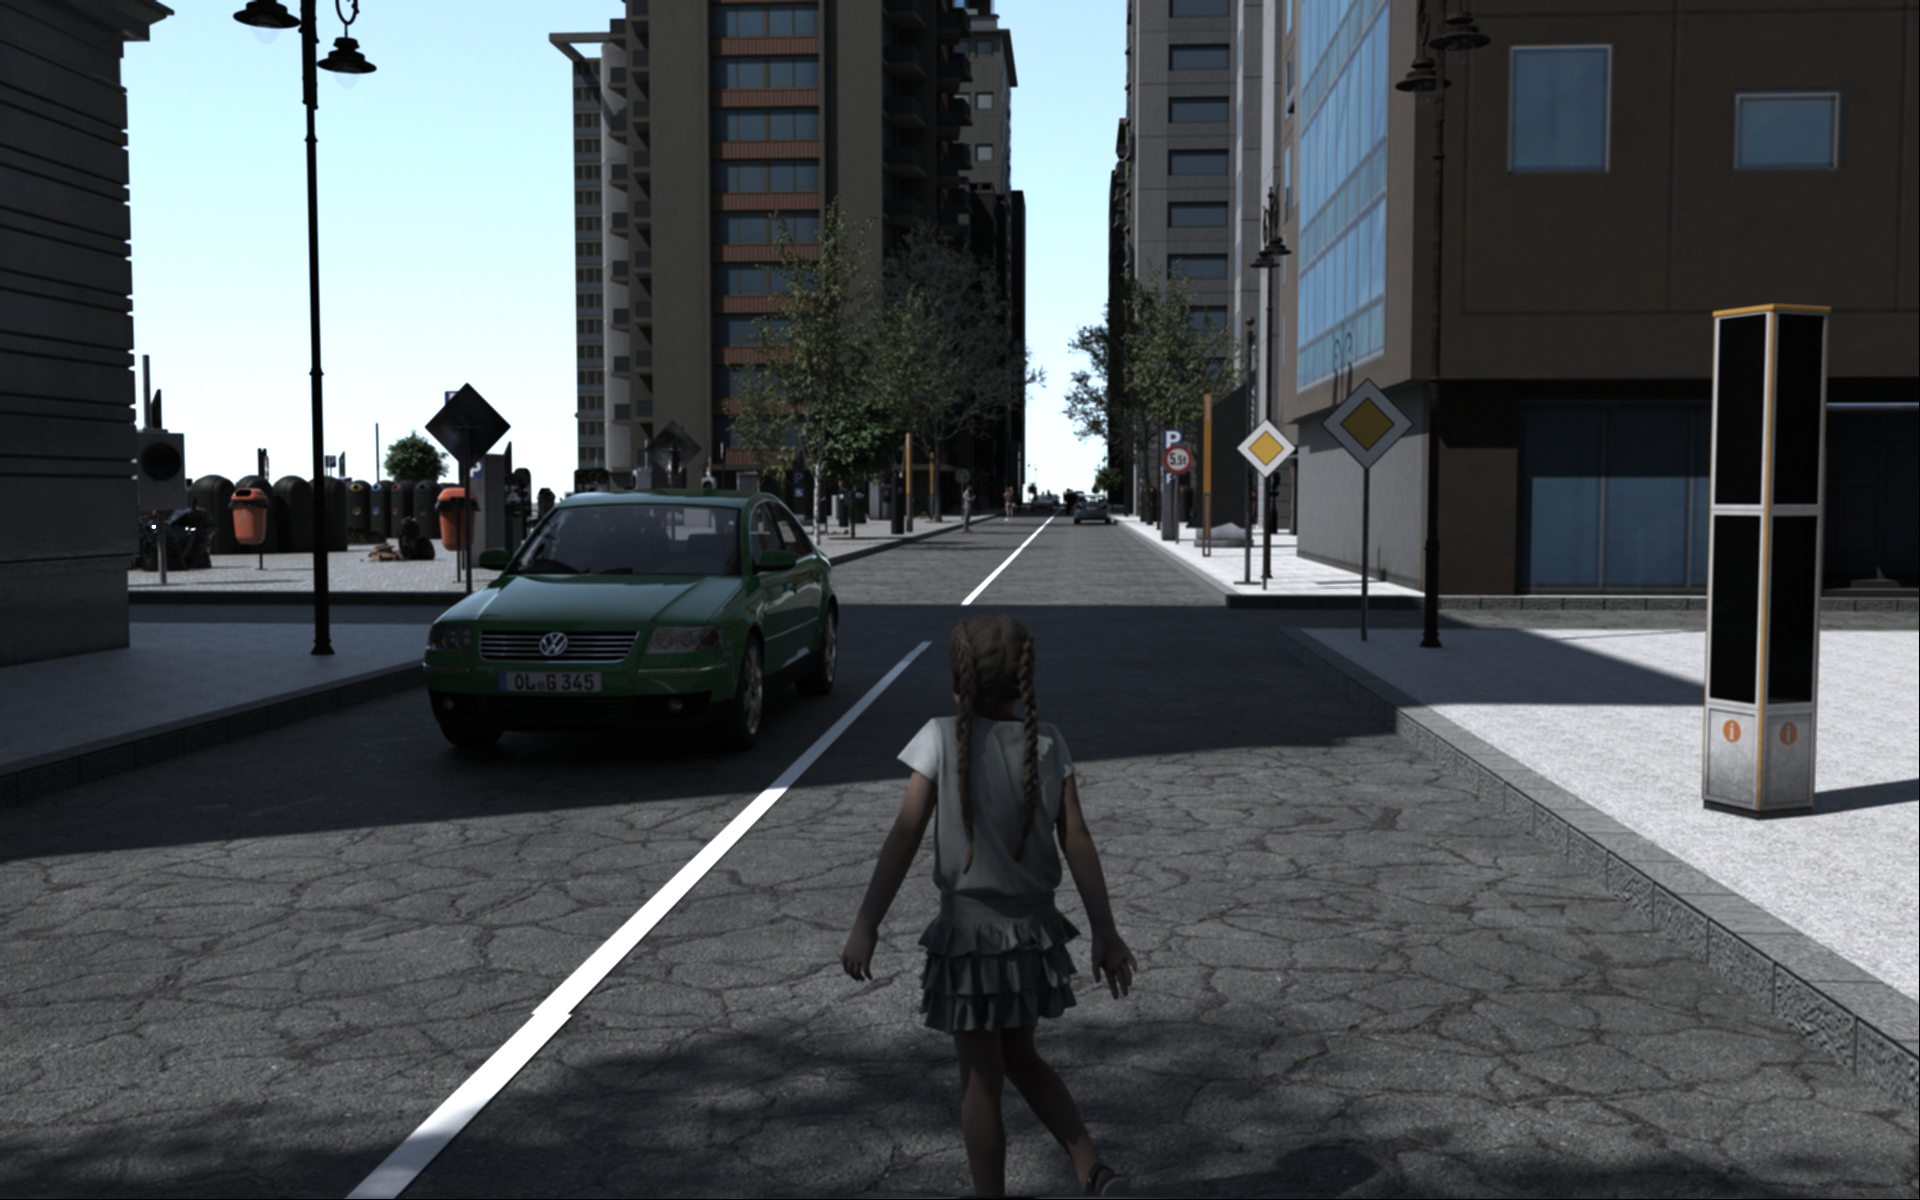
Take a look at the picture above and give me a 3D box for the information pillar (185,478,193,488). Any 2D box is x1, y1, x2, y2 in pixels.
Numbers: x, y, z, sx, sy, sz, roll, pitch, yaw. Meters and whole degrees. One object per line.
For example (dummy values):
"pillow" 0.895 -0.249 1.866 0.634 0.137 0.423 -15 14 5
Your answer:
"information pillar" -36.116 -4.690 81.173 0.304 2.012 0.304 -2 4 -28

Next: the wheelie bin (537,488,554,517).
"wheelie bin" -21.415 -4.998 89.626 0.693 1.594 0.980 2 4 35

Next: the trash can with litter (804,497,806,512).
"trash can with litter" -8.759 -5.025 93.548 0.624 1.170 1.055 -3 4 -37

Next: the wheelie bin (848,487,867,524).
"wheelie bin" -4.437 -4.088 74.749 0.693 1.594 0.980 -3 5 -41

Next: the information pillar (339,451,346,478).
"information pillar" -33.461 -6.269 93.861 0.504 3.616 0.183 3 4 36

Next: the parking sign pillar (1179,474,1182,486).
"parking sign pillar" 12.302 -6.656 97.292 1.447 3.967 1.447 -2 4 -30

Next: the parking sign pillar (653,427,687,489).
"parking sign pillar" -11.731 -4.984 69.954 1.447 3.967 1.447 1 4 14

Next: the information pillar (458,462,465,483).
"information pillar" -28.755 -6.651 100.104 0.504 3.616 0.183 -1 4 -20

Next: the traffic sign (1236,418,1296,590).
"traffic sign" 4.065 -1.188 23.063 0.795 2.450 0.064 0 4 4

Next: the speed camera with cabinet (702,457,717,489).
"speed camera with cabinet" -14.031 -6.001 92.446 2.038 3.252 0.660 1 4 11

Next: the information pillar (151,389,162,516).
"information pillar" -17.773 -2.876 38.378 0.183 3.616 0.504 0 4 -6

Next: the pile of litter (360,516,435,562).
"pile of litter" -10.901 -1.197 33.532 1.176 0.858 1.719 3 4 38

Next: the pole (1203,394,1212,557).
"pole" 5.056 -2.542 35.403 0.158 3.312 0.155 0 3 0

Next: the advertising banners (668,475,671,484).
"advertising banners" -8.111 -3.126 47.297 0.090 3.025 2.074 -2 4 -24

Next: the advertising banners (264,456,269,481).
"advertising banners" -32.490 -5.152 80.421 0.090 3.025 2.074 -3 5 -44

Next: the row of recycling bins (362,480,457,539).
"row of recycling bins" -16.399 -2.638 50.246 3.534 1.692 1.069 2 4 28

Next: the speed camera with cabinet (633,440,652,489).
"speed camera with cabinet" -11.775 -4.225 63.420 0.660 3.252 2.038 -1 4 -21

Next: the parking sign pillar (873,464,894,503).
"parking sign pillar" -3.846 -6.027 87.014 1.447 3.967 1.447 3 4 36

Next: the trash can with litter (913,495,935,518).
"trash can with litter" -1.851 -4.922 91.526 2.233 1.210 1.678 -2 4 -25

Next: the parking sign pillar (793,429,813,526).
"parking sign pillar" -6.476 -4.967 69.683 1.447 3.967 1.447 0 4 -5

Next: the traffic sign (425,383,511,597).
"traffic sign" -4.442 -0.734 15.647 0.795 2.450 0.064 0 4 4

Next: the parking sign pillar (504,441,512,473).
"parking sign pillar" -22.981 -6.052 87.414 1.447 3.967 1.447 0 4 1

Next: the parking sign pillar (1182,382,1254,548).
"parking sign pillar" 6.391 -3.264 41.842 1.447 3.967 1.447 2 4 31

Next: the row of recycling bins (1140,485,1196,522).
"row of recycling bins" 9.778 -4.383 78.779 3.534 1.692 1.069 3 4 36

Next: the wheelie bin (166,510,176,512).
"wheelie bin" -22.233 -2.487 48.566 0.693 1.594 0.980 0 4 -3

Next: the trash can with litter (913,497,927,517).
"trash can with litter" -2.267 -5.160 95.754 1.055 1.170 0.624 0 4 0

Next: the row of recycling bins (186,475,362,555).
"row of recycling bins" -15.000 -1.880 37.844 1.069 1.692 3.534 3 4 36

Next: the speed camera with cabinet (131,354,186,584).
"speed camera with cabinet" -11.888 -1.816 24.028 0.660 3.252 2.038 3 5 44

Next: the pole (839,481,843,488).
"pole" -4.859 -4.712 70.885 0.158 3.312 0.155 0 3 0

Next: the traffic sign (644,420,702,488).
"traffic sign" -3.910 -1.221 23.614 0.795 2.450 0.064 0 4 4

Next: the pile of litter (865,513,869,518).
"pile of litter" -5.459 -4.865 93.500 1.719 0.858 1.176 -2 4 -35

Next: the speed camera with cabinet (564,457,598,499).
"speed camera with cabinet" -20.305 -6.060 93.418 2.038 3.252 0.660 0 4 8

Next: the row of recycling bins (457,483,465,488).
"row of recycling bins" -18.410 -3.451 63.536 1.069 1.692 3.534 0 4 7

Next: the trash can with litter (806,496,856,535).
"trash can with litter" -4.054 -2.676 54.803 2.233 1.210 1.678 -3 5 -43

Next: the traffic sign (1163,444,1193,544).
"traffic sign" 5.590 -2.713 44.467 0.768 2.556 0.104 0 4 5

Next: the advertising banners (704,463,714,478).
"advertising banners" -14.859 -6.191 97.413 2.074 3.025 0.090 0 4 7

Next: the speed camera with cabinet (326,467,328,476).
"speed camera with cabinet" -34.245 -5.954 91.686 2.038 3.252 0.660 1 4 11

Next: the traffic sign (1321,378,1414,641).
"traffic sign" 3.533 -0.701 15.096 0.795 2.450 0.064 0 4 4

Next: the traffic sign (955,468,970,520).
"traffic sign" 0.126 -5.232 85.648 0.768 2.556 0.104 0 4 5

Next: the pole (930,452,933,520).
"pole" -1.389 -5.571 84.932 0.158 3.312 0.155 0 3 0

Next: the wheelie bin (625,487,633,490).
"wheelie bin" -14.244 -4.133 75.479 0.980 1.594 0.693 -1 4 -21

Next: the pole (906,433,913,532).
"pole" -1.697 -3.933 58.143 0.158 3.312 0.155 0 3 0
